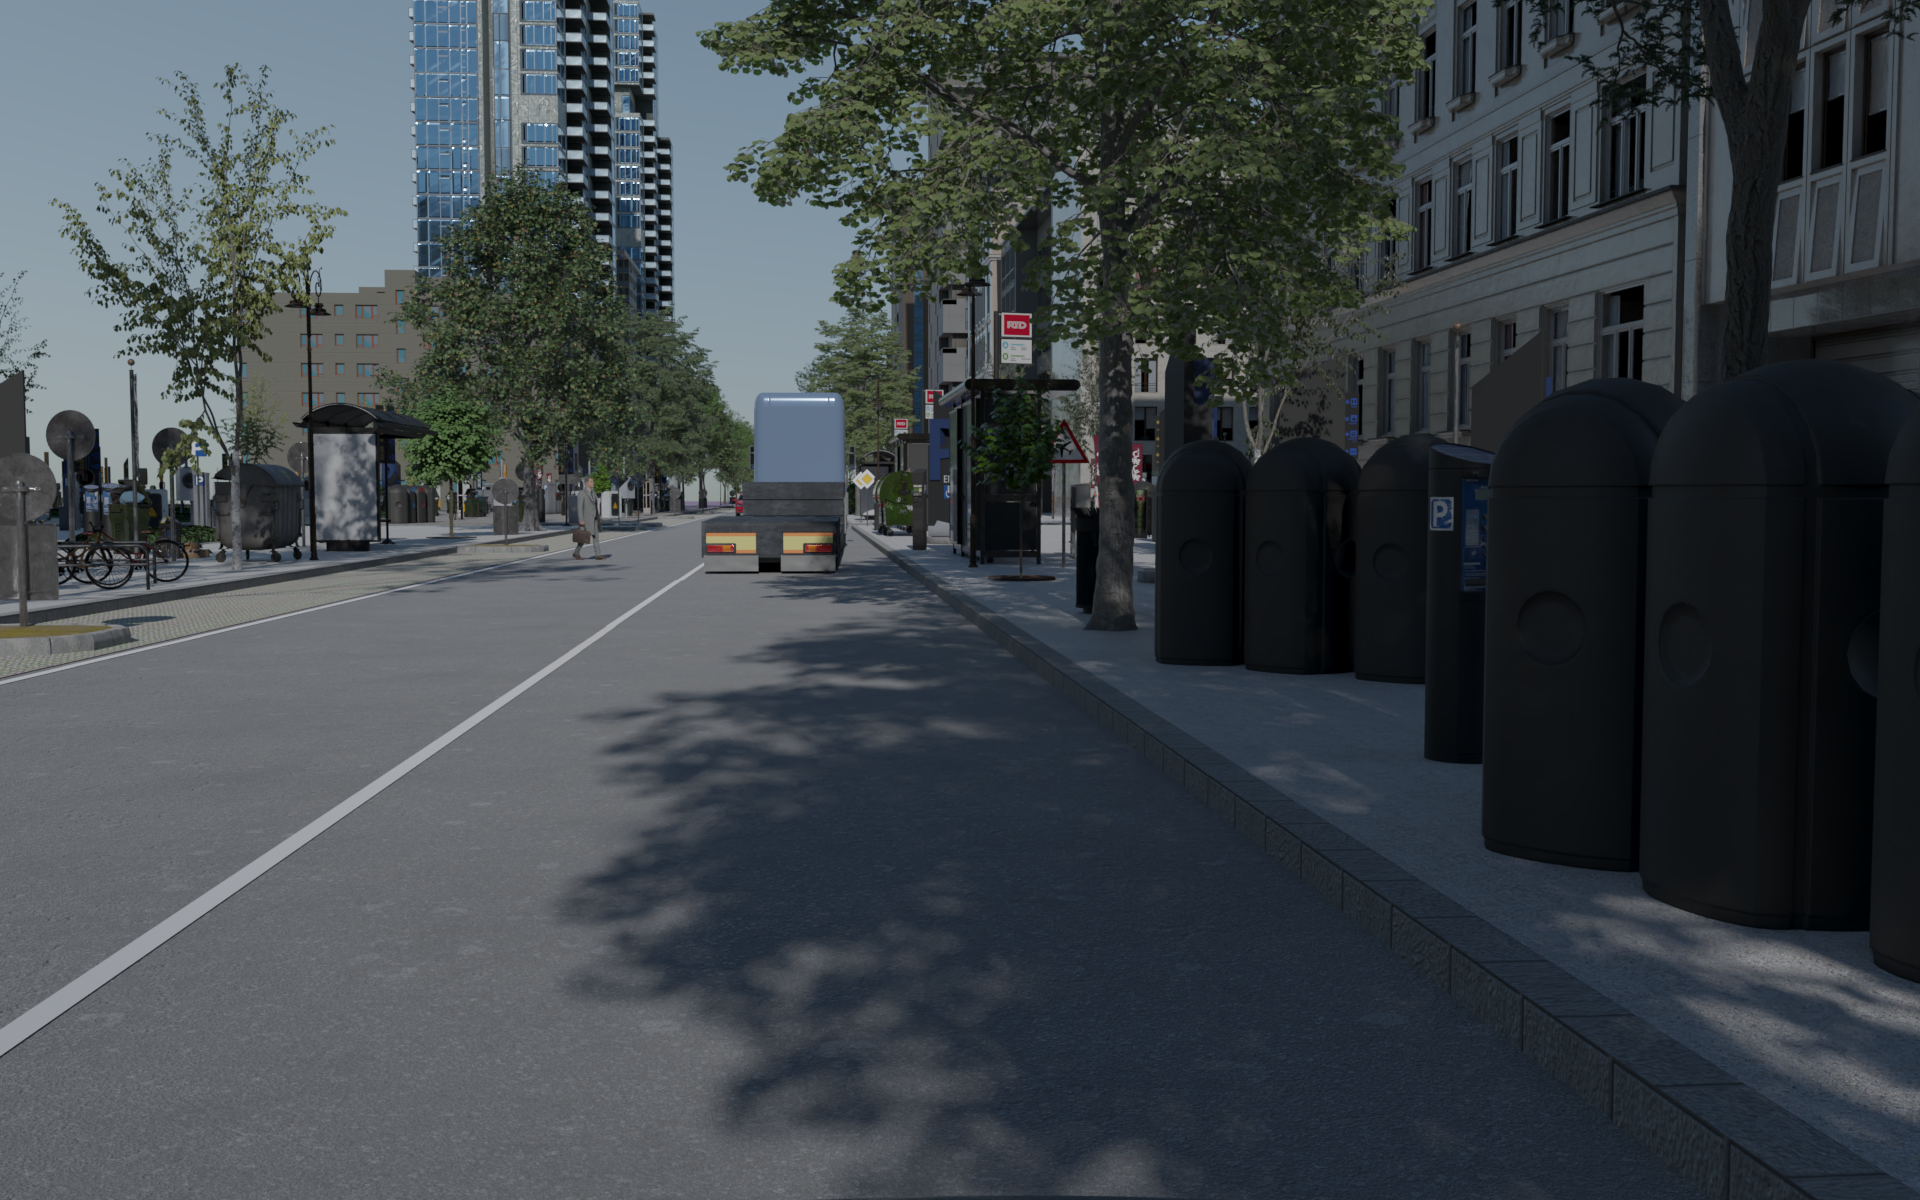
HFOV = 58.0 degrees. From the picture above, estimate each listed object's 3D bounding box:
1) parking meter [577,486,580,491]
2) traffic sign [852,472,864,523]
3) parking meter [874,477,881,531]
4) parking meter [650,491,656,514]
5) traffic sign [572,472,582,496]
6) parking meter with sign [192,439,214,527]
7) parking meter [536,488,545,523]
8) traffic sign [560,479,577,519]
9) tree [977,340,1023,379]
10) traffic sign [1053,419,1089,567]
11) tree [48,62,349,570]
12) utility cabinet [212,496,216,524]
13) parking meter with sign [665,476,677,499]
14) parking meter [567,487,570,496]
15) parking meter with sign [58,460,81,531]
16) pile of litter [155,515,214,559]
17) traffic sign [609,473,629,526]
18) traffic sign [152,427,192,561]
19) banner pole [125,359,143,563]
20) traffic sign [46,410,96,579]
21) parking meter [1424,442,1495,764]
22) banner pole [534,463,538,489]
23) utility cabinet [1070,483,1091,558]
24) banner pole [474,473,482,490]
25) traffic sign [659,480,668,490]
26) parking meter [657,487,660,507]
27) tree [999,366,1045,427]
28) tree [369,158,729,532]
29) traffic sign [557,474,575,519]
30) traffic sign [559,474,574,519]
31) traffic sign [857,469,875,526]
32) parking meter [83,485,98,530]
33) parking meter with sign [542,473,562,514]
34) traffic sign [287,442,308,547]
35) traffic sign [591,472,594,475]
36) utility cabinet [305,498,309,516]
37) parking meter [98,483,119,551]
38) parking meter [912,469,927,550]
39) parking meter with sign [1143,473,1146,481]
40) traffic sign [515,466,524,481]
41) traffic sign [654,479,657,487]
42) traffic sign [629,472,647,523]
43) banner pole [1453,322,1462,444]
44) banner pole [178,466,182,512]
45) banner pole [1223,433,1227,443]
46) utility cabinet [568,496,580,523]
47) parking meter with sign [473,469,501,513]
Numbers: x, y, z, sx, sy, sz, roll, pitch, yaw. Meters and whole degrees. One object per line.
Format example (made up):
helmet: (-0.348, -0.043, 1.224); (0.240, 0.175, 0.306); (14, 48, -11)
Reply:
parking meter: (-28.930, -7.708, 131.743); (0.399, 1.863, 0.255); (-3, 5, -45)
traffic sign: (-4.432, -4.517, 77.492); (0.795, 2.450, 0.064); (0, 4, -5)
parking meter: (-2.804, -3.371, 60.820); (0.399, 1.863, 0.255); (-1, 4, -14)
parking meter: (-19.714, -6.212, 109.970); (0.372, 1.533, 0.369); (0, 3, 0)
traffic sign: (-20.420, -5.541, 91.787); (0.795, 2.450, 0.064); (0, 4, -3)
parking meter with sign: (-24.512, -3.655, 56.027); (0.543, 3.016, 1.738); (-1, 4, -16)
parking meter: (-18.836, -4.247, 77.849); (0.372, 1.533, 0.369); (0, 3, 0)
traffic sign: (-20.464, -5.536, 90.525); (0.884, 2.594, 0.081); (0, 4, 3)
tree: (1.816, -7.905, 79.616); (4.360, 8.622, 3.978); (0, 3, 0)
traffic sign: (1.811, -1.847, 30.205); (0.884, 2.594, 0.081); (0, 4, 2)
tree: (-12.509, -4.819, 29.149); (4.737, 8.622, 4.395); (0, 3, 0)
utility cabinet: (-31.952, -3.926, 75.347); (1.020, 1.237, 0.306); (-2, 4, -29)
parking meter with sign: (-25.284, -9.434, 150.501); (1.738, 3.016, 0.543); (-2, 4, -33)
parking meter: (-32.314, -8.369, 142.544); (0.399, 1.863, 0.255); (3, 5, 45)
parking meter with sign: (-31.543, -3.983, 61.384); (0.543, 3.016, 1.738); (-1, 4, -15)
pile of litter: (-15.751, -1.296, 35.161); (1.176, 0.858, 1.719); (0, 3, 0)
traffic sign: (-13.535, -3.979, 68.693); (0.795, 2.450, 0.064); (0, 4, -5)
traffic sign: (-15.036, -2.015, 33.055); (0.768, 2.556, 0.104); (0, 4, 0)
banner pole: (-15.212, -2.566, 31.967); (0.401, 3.779, 0.863); (-2, 4, -33)
traffic sign: (-13.460, -1.597, 26.222); (0.768, 2.556, 0.104); (0, 4, 3)
parking meter: (2.443, 0.003, 8.357); (0.372, 1.533, 0.369); (0, 3, 0)
banner pole: (-19.738, -5.518, 80.236); (0.863, 3.779, 0.401); (2, 4, 33)
utility cabinet: (2.394, -1.590, 34.676); (0.318, 1.500, 1.173); (0, 4, -1)
banner pole: (-35.644, -8.431, 127.860); (0.863, 3.779, 0.401); (-3, 4, -37)
traffic sign: (-25.517, -9.114, 149.116); (0.768, 2.556, 0.104); (0, 4, -1)
parking meter: (-25.722, -8.709, 148.096); (0.255, 1.863, 0.399); (0, 4, 1)
tree: (2.808, -9.184, 100.518); (4.737, 8.622, 4.395); (0, 3, 0)
tree: (-14.900, -8.710, 59.414); (9.611, 12.733, 9.660); (0, 3, 0)
traffic sign: (-18.133, -4.873, 79.684); (0.884, 2.594, 0.081); (0, 4, 3)
traffic sign: (-19.851, -5.340, 87.407); (0.768, 2.556, 0.104); (0, 4, 1)
traffic sign: (-3.727, -4.030, 69.538); (0.795, 2.450, 0.064); (0, 4, -5)
parking meter: (-23.250, -2.323, 46.391); (0.372, 1.533, 0.369); (0, 3, 0)
parking meter with sign: (-26.385, -7.047, 111.480); (0.543, 3.016, 1.738); (2, 4, 34)
traffic sign: (-16.036, -2.578, 42.253); (0.768, 2.556, 0.104); (0, 4, 3)
traffic sign: (-21.007, -6.052, 98.950); (0.884, 2.594, 0.081); (0, 4, 4)
utility cabinet: (-37.116, -5.445, 97.706); (0.318, 1.500, 1.173); (0, 4, 8)
parking meter: (-19.265, -1.890, 39.316); (0.372, 1.533, 0.369); (0, 3, 0)
parking meter: (-0.926, -2.079, 39.711); (0.255, 1.863, 0.399); (1, 4, 15)
parking meter with sign: (6.336, -4.055, 62.558); (1.738, 3.016, 0.543); (3, 5, 43)
traffic sign: (-17.017, -4.136, 67.728); (0.768, 2.556, 0.104); (0, 4, 2)
traffic sign: (-24.829, -8.527, 139.522); (0.768, 2.556, 0.104); (0, 4, -1)
traffic sign: (-14.240, -4.465, 76.647); (0.795, 2.450, 0.064); (0, 4, -5)
banner pole: (7.174, -2.146, 25.105); (0.401, 3.779, 0.863); (1, 4, 18)
banner pole: (-40.505, -6.109, 89.900); (0.401, 3.779, 0.863); (-2, 4, -35)
banner pole: (10.761, -4.921, 70.473); (0.401, 3.779, 0.863); (1, 4, 10)
utility cabinet: (-16.718, -3.984, 76.301); (1.020, 1.237, 0.306); (0, 4, -6)
parking meter with sign: (-32.703, -7.591, 120.380); (1.738, 3.016, 0.543); (-1, 4, -8)
